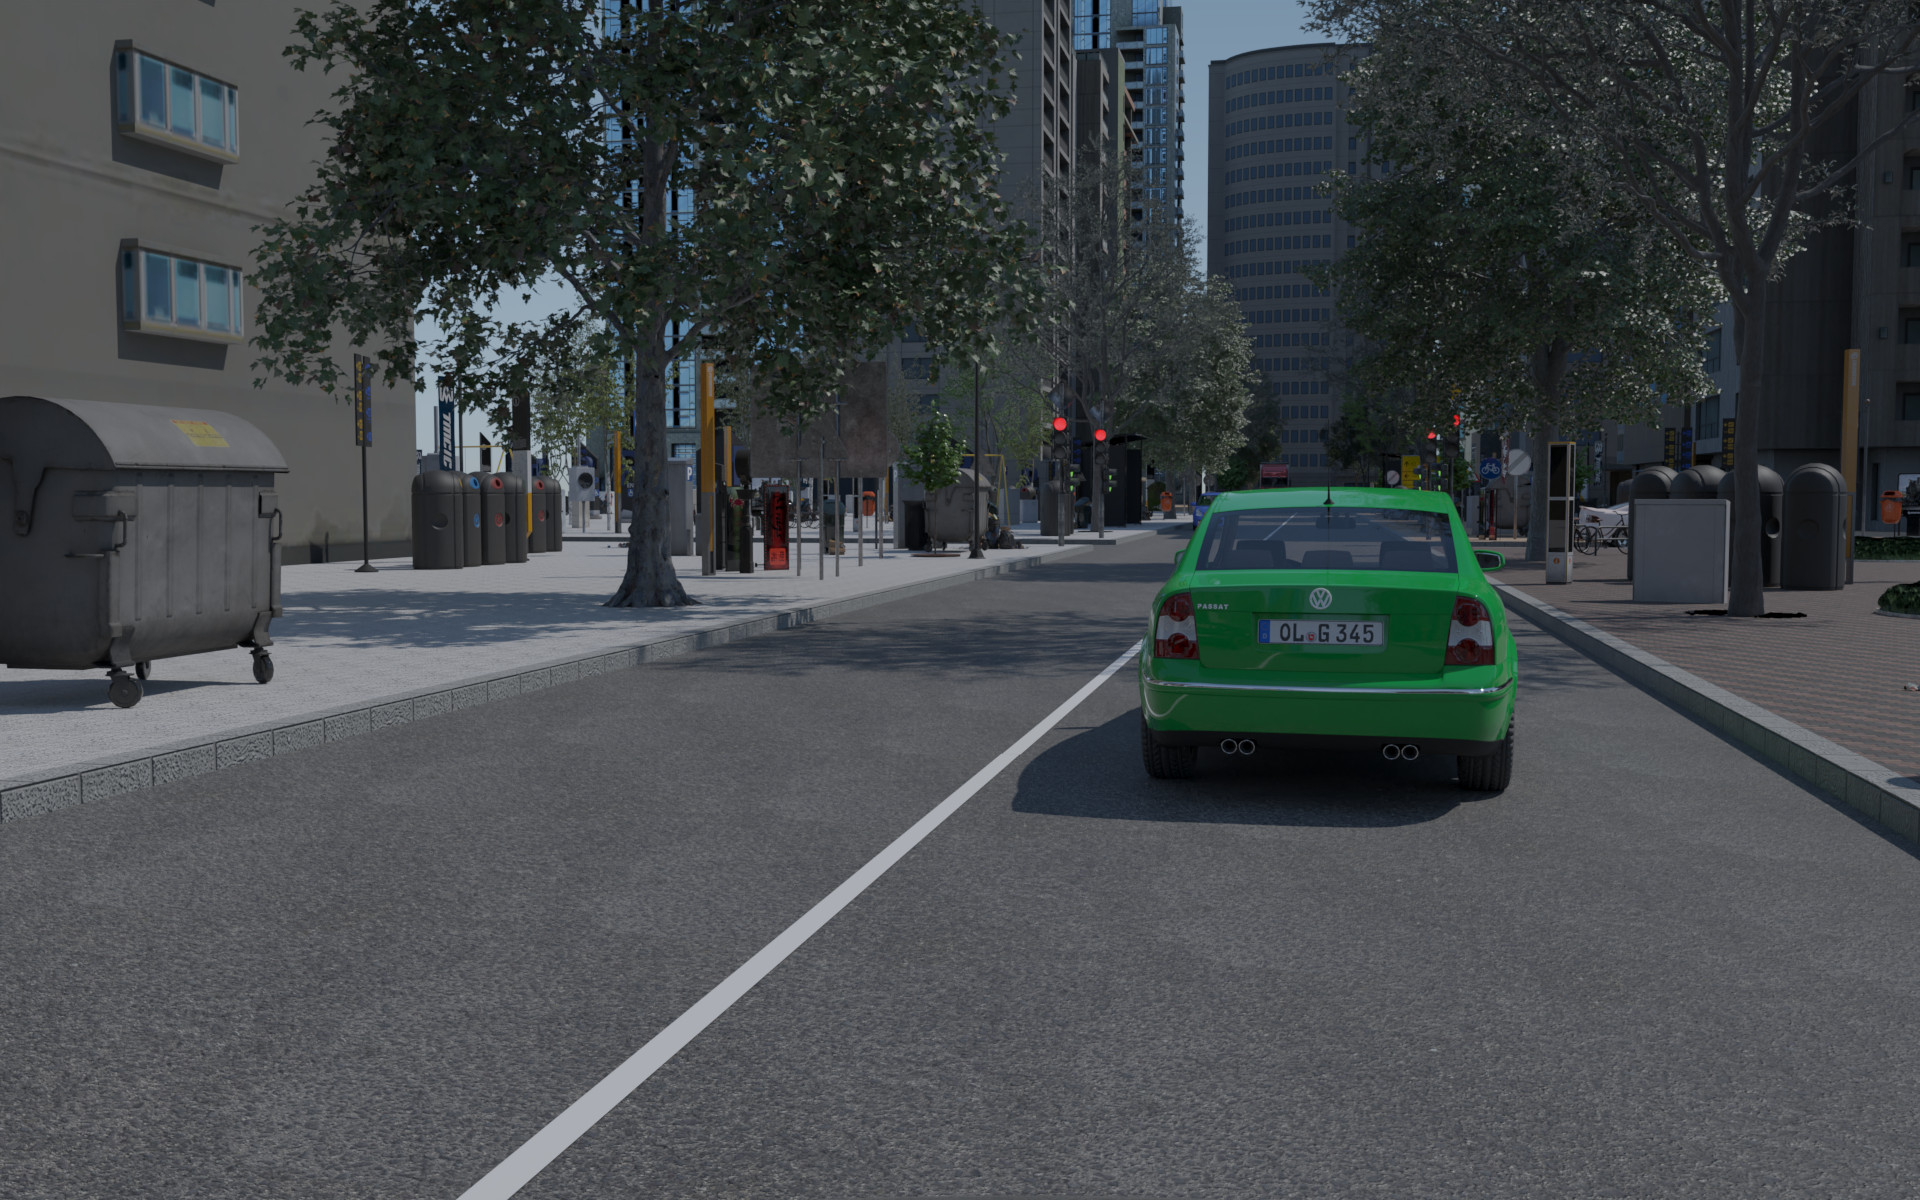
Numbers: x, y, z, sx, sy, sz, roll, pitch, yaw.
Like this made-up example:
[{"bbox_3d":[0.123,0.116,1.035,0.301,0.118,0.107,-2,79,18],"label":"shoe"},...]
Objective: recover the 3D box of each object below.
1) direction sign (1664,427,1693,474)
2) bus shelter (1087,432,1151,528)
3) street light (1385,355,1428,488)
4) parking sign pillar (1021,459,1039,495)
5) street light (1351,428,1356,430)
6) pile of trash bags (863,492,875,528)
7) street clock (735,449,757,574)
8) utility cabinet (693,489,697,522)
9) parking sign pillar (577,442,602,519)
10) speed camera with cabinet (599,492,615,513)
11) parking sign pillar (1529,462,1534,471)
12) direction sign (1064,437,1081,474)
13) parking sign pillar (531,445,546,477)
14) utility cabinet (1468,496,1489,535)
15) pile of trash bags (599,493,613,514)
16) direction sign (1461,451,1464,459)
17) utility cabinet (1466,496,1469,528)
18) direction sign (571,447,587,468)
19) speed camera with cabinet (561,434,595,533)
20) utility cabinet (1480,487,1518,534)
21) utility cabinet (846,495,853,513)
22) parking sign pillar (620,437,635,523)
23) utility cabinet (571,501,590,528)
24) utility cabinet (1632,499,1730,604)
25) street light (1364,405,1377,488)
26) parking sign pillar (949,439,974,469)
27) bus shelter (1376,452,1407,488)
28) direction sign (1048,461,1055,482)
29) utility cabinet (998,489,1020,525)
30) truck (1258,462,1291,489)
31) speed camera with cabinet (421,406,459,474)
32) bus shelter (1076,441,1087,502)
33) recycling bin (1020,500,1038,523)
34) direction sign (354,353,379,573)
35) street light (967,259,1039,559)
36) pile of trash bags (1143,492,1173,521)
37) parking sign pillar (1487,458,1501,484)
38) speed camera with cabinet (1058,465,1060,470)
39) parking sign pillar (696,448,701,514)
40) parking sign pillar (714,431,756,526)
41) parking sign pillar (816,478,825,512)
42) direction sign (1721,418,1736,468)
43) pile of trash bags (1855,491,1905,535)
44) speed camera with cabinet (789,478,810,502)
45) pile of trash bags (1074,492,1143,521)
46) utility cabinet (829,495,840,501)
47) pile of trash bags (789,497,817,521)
[{"bbox_3d":[24.408,-4.094,58.933,0.876,3.537,0.379,2,4,31],"label":"direction sign"},{"bbox_3d":[6.467,-4.765,69.186,1.731,3.624,6.357,1,4,12],"label":"bus shelter"},{"bbox_3d":[14.999,-5.220,57.892,1.470,5.913,1.316,1,4,12],"label":"street light"},{"bbox_3d":[5.098,-8.392,125.686,1.447,3.967,1.447,-2,4,-30],"label":"parking sign pillar"},{"bbox_3d":[28.224,-9.141,121.997,1.470,5.913,1.316,1,4,12],"label":"street light"},{"bbox_3d":[-2.078,-3.396,65.284,3.447,1.369,1.912,0,4,6],"label":"pile of trash bags"},{"bbox_3d":[-3.453,-1.432,27.988,0.358,2.002,0.471,1,4,11],"label":"street clock"},{"bbox_3d":[-11.997,-4.287,78.765,0.318,1.500,1.173,3,4,37],"label":"utility cabinet"},{"bbox_3d":[-18.947,-6.090,88.041,1.447,3.967,1.447,2,4,34],"label":"parking sign pillar"},{"bbox_3d":[-23.898,-7.357,114.624,2.038,3.252,0.660,1,4,17],"label":"speed camera with cabinet"},{"bbox_3d":[34.387,-7.168,105.676,1.447,3.967,1.447,1,4,23],"label":"parking sign pillar"},{"bbox_3d":[4.388,-4.698,68.811,0.876,3.537,0.379,1,4,18],"label":"direction sign"},{"bbox_3d":[-22.527,-6.435,93.677,1.447,3.967,1.447,-2,4,-24],"label":"parking sign pillar"},{"bbox_3d":[16.464,-2.659,54.636,0.306,1.237,1.020,3,4,37],"label":"utility cabinet"},{"bbox_3d":[-23.045,-6.165,110.544,1.912,1.369,3.447,1,4,14],"label":"pile of trash bags"},{"bbox_3d":[26.506,-6.137,92.334,0.379,3.537,0.876,-2,4,-31],"label":"direction sign"},{"bbox_3d":[19.552,-3.351,65.946,0.306,1.237,1.020,2,4,31],"label":"utility cabinet"},{"bbox_3d":[-18.326,-5.586,83.330,0.876,3.537,0.379,2,4,24],"label":"direction sign"},{"bbox_3d":[-12.995,-3.812,56.655,2.038,3.252,0.660,-3,5,-40],"label":"speed camera with cabinet"},{"bbox_3d":[17.345,-2.880,55.772,0.318,1.500,1.173,-3,5,-44],"label":"utility cabinet"},{"bbox_3d":[-7.125,-6.367,115.255,1.020,1.237,0.306,2,4,35],"label":"utility cabinet"},{"bbox_3d":[-14.546,-5.406,76.857,1.447,3.967,1.447,0,4,2],"label":"parking sign pillar"},{"bbox_3d":[-14.320,-3.470,65.421,0.318,1.500,1.173,0,4,7],"label":"utility cabinet"},{"bbox_3d":[8.575,-0.577,20.602,1.020,1.237,0.306,2,4,32],"label":"utility cabinet"},{"bbox_3d":[21.632,-7.189,90.076,1.470,5.913,1.316,1,4,12],"label":"street light"},{"bbox_3d":[-0.025,-5.345,75.864,1.447,3.967,1.447,-1,4,-10],"label":"parking sign pillar"},{"bbox_3d":[24.792,-6.601,99.204,1.731,3.624,6.357,1,4,12],"label":"bus shelter"},{"bbox_3d":[6.392,-7.866,120.602,0.379,3.537,0.876,2,4,34],"label":"direction sign"},{"bbox_3d":[2.016,-3.838,71.426,0.318,1.500,1.173,2,4,35],"label":"utility cabinet"},{"bbox_3d":[27.841,-10.071,153.574,2.839,4.237,11.283,1,4,10],"label":"truck"},{"bbox_3d":[-11.058,-2.736,39.065,2.038,3.252,0.660,0,4,7],"label":"speed camera with cabinet"},{"bbox_3d":[6.318,-5.165,75.735,1.731,3.624,6.357,1,4,12],"label":"bus shelter"},{"bbox_3d":[3.070,-3.968,77.424,0.722,1.027,0.722,0,4,-8],"label":"recycling bin"},{"bbox_3d":[-9.753,-2.224,28.356,0.379,3.537,0.876,0,4,-4],"label":"direction sign"},{"bbox_3d":[0.858,-3.765,34.093,1.470,5.913,1.316,1,4,12],"label":"street light"},{"bbox_3d":[8.665,-4.540,83.977,3.447,1.369,1.912,-1,4,-15],"label":"pile of trash bags"},{"bbox_3d":[36.024,-7.815,116.240,1.447,3.967,1.447,-2,4,-25],"label":"parking sign pillar"},{"bbox_3d":[6.289,-7.536,117.551,0.660,3.252,2.038,-1,4,-19],"label":"speed camera with cabinet"},{"bbox_3d":[-10.563,-5.220,73.821,1.447,3.967,1.447,0,4,5],"label":"parking sign pillar"},{"bbox_3d":[-8.907,-5.004,70.295,1.447,3.967,1.447,3,5,41],"label":"parking sign pillar"},{"bbox_3d":[-9.177,-7.795,115.914,1.447,3.967,1.447,-1,4,-20],"label":"parking sign pillar"},{"bbox_3d":[23.156,-3.646,51.603,0.876,3.537,0.379,2,4,30],"label":"direction sign"},{"bbox_3d":[25.635,-2.485,50.386,1.912,1.369,3.447,-3,4,-39],"label":"pile of trash bags"},{"bbox_3d":[-9.154,-6.111,94.248,2.038,3.252,0.660,1,4,15],"label":"speed camera with cabinet"},{"bbox_3d":[6.514,-4.343,80.760,3.447,1.369,1.912,1,4,19],"label":"pile of trash bags"},{"bbox_3d":[-9.078,-6.962,124.986,1.020,1.237,0.306,3,5,44],"label":"utility cabinet"},{"bbox_3d":[-8.508,-4.476,82.942,3.447,1.369,1.912,0,4,2],"label":"pile of trash bags"}]
